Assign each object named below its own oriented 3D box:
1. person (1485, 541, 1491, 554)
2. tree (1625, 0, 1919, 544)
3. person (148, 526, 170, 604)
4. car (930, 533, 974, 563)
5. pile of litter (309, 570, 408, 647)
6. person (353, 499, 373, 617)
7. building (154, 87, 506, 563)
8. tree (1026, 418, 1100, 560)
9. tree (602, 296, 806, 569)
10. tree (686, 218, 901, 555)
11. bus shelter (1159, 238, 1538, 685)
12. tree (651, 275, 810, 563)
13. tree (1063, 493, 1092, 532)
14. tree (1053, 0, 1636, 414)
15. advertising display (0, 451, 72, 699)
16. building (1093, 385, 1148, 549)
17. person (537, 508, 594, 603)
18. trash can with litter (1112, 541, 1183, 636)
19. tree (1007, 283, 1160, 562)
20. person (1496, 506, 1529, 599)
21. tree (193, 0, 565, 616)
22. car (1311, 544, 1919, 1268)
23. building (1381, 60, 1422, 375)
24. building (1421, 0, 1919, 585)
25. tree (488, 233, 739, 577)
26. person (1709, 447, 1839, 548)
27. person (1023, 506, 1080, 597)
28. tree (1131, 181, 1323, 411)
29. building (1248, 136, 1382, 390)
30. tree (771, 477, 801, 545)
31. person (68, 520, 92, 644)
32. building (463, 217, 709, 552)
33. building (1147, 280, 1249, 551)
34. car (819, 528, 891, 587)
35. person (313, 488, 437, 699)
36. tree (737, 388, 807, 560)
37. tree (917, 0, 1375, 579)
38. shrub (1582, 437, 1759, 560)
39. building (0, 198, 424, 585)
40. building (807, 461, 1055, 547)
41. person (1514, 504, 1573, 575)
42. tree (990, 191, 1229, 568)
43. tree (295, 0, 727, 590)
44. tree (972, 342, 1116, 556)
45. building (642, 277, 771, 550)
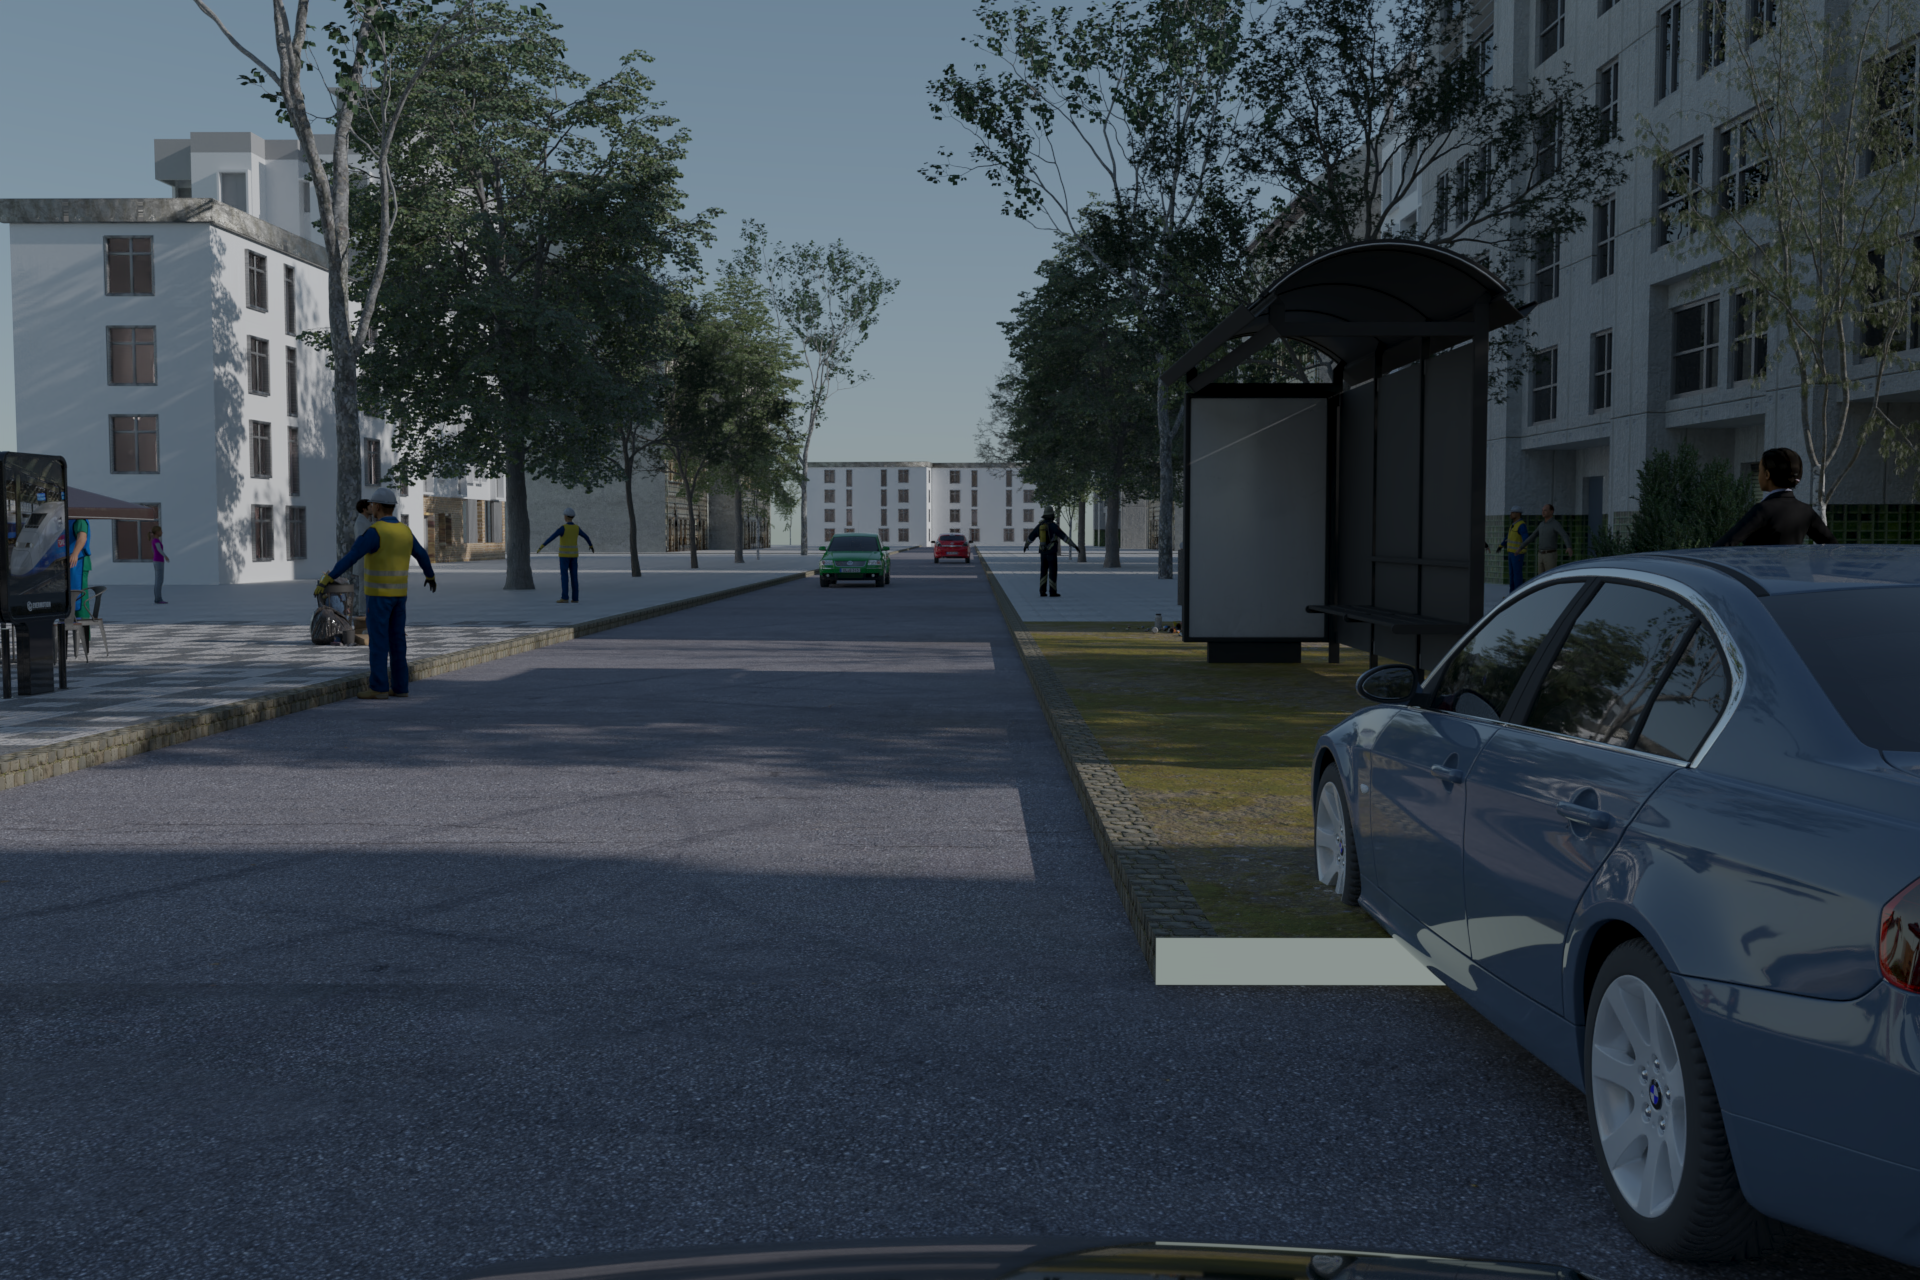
[{"bbox_3d":[9.626,-1.676,33.595,1.347,1.806,0.705,0,4,4],"label":"person"},{"bbox_3d":[9.854,-4.231,19.543,4.360,8.622,3.978,0,3,0],"label":"tree"},{"bbox_3d":[-14.702,-1.385,31.911,0.599,1.433,0.991,-2,4,-34],"label":"person"},{"bbox_3d":[-0.396,-4.715,86.135,2.155,1.783,4.494,0,4,0],"label":"car"},{"bbox_3d":[-7.156,-0.404,20.577,1.176,0.858,1.719,0,4,1],"label":"pile of litter"},{"bbox_3d":[-8.893,-1.212,26.003,0.705,1.806,1.347,-1,4,-14],"label":"person"},{"bbox_3d":[-28.049,-13.359,74.839,16.016,20.090,11.380,0,4,0],"label":"building"},{"bbox_3d":[5.352,-8.298,86.039,4.737,8.622,4.395,0,3,0],"label":"tree"},{"bbox_3d":[-9.967,-7.960,64.562,8.767,10.594,7.601,-1,4,-17],"label":"tree"},{"bbox_3d":[-10.306,-15.209,104.564,12.611,20.169,13.585,0,3,0],"label":"tree"},{"bbox_3d":[2.971,-1.269,14.665,2.014,3.302,5.546,0,4,1],"label":"bus shelter"},{"bbox_3d":[-10.185,-9.683,76.443,7.486,12.596,7.792,0,3,0],"label":"tree"},{"bbox_3d":[14.093,-15.328,200.974,4.360,8.622,3.978,0,3,0],"label":"tree"},{"bbox_3d":[5.677,-5.667,27.066,8.767,10.594,7.601,0,4,-4],"label":"tree"},{"bbox_3d":[-7.433,-0.530,13.878,0.123,1.923,0.974,0,4,0],"label":"advertising display"},{"bbox_3d":[22.525,-18.431,167.810,16.747,18.905,31.486,0,4,0],"label":"building"},{"bbox_3d":[-7.338,-1.581,32.321,1.216,1.772,0.721,-3,5,-45],"label":"person"},{"bbox_3d":[2.903,-0.698,22.476,1.678,1.210,2.233,0,4,-1],"label":"trash can with litter"},{"bbox_3d":[5.750,-9.758,77.668,7.486,12.596,7.792,0,3,0],"label":"tree"},{"bbox_3d":[10.819,-1.702,33.792,0.705,1.833,1.349,0,4,-4],"label":"person"},{"bbox_3d":[-10.509,-10.376,25.531,12.611,20.169,13.585,0,3,0],"label":"tree"},{"bbox_3d":[2.200,0.445,4.720,2.014,1.417,4.499,0,4,-1],"label":"car"},{"bbox_3d":[22.229,-13.034,69.522,16.016,20.090,11.380,0,3,0],"label":"building"},{"bbox_3d":[22.150,-10.372,36.047,16.747,18.905,31.486,0,3,0],"label":"building"},{"bbox_3d":[-10.050,-7.175,51.723,7.601,10.594,8.767,0,4,5],"label":"tree"},{"bbox_3d":[4.296,-0.157,9.294,1.216,1.740,0.721,-1,4,-20],"label":"person"},{"bbox_3d":[1.830,-1.813,35.414,1.354,1.856,0.705,2,4,35],"label":"person"},{"bbox_3d":[5.658,-5.254,36.259,4.737,8.622,4.395,0,3,0],"label":"tree"},{"bbox_3d":[24.747,-15.474,83.921,19.493,23.208,18.063,0,3,0],"label":"building"},{"bbox_3d":[-20.223,-15.501,203.799,4.737,8.622,4.395,0,3,0],"label":"tree"},{"bbox_3d":[-10.392,-0.868,20.317,0.704,1.817,1.347,-2,4,-31],"label":"person"},{"bbox_3d":[-29.545,-18.238,129.119,19.493,23.208,18.063,0,4,1],"label":"building"},{"bbox_3d":[25.249,-18.780,137.983,19.493,23.208,18.063,0,4,0],"label":"building"},{"bbox_3d":[-2.899,-2.408,48.175,1.959,1.807,4.718,0,4,0],"label":"car"},{"bbox_3d":[-5.037,-0.410,15.136,0.705,1.833,1.349,2,4,28],"label":"person"},{"bbox_3d":[-10.234,-8.265,85.498,4.360,8.622,3.978,0,3,0],"label":"tree"},{"bbox_3d":[4.909,-11.738,47.807,12.611,20.169,13.585,0,3,0],"label":"tree"},{"bbox_3d":[5.512,-0.538,13.208,1.690,2.028,1.600,0,3,0],"label":"shrub"},{"bbox_3d":[-23.004,-7.055,57.505,9.099,9.664,28.070,0,4,1],"label":"building"},{"bbox_3d":[-3.180,-15.669,200.789,28.070,9.664,9.099,0,4,7],"label":"building"},{"bbox_3d":[10.114,-1.444,29.877,0.705,1.796,1.348,-2,4,-24],"label":"person"},{"bbox_3d":[5.922,-9.747,66.014,9.857,13.997,8.962,0,3,0],"label":"tree"},{"bbox_3d":[-10.226,-8.135,39.661,9.857,13.997,8.962,0,3,0],"label":"tree"},{"bbox_3d":[5.759,-11.691,101.509,12.009,13.543,11.850,0,3,0],"label":"tree"},{"bbox_3d":[-26.785,-19.479,149.405,19.493,23.208,18.063,0,4,1],"label":"building"}]
